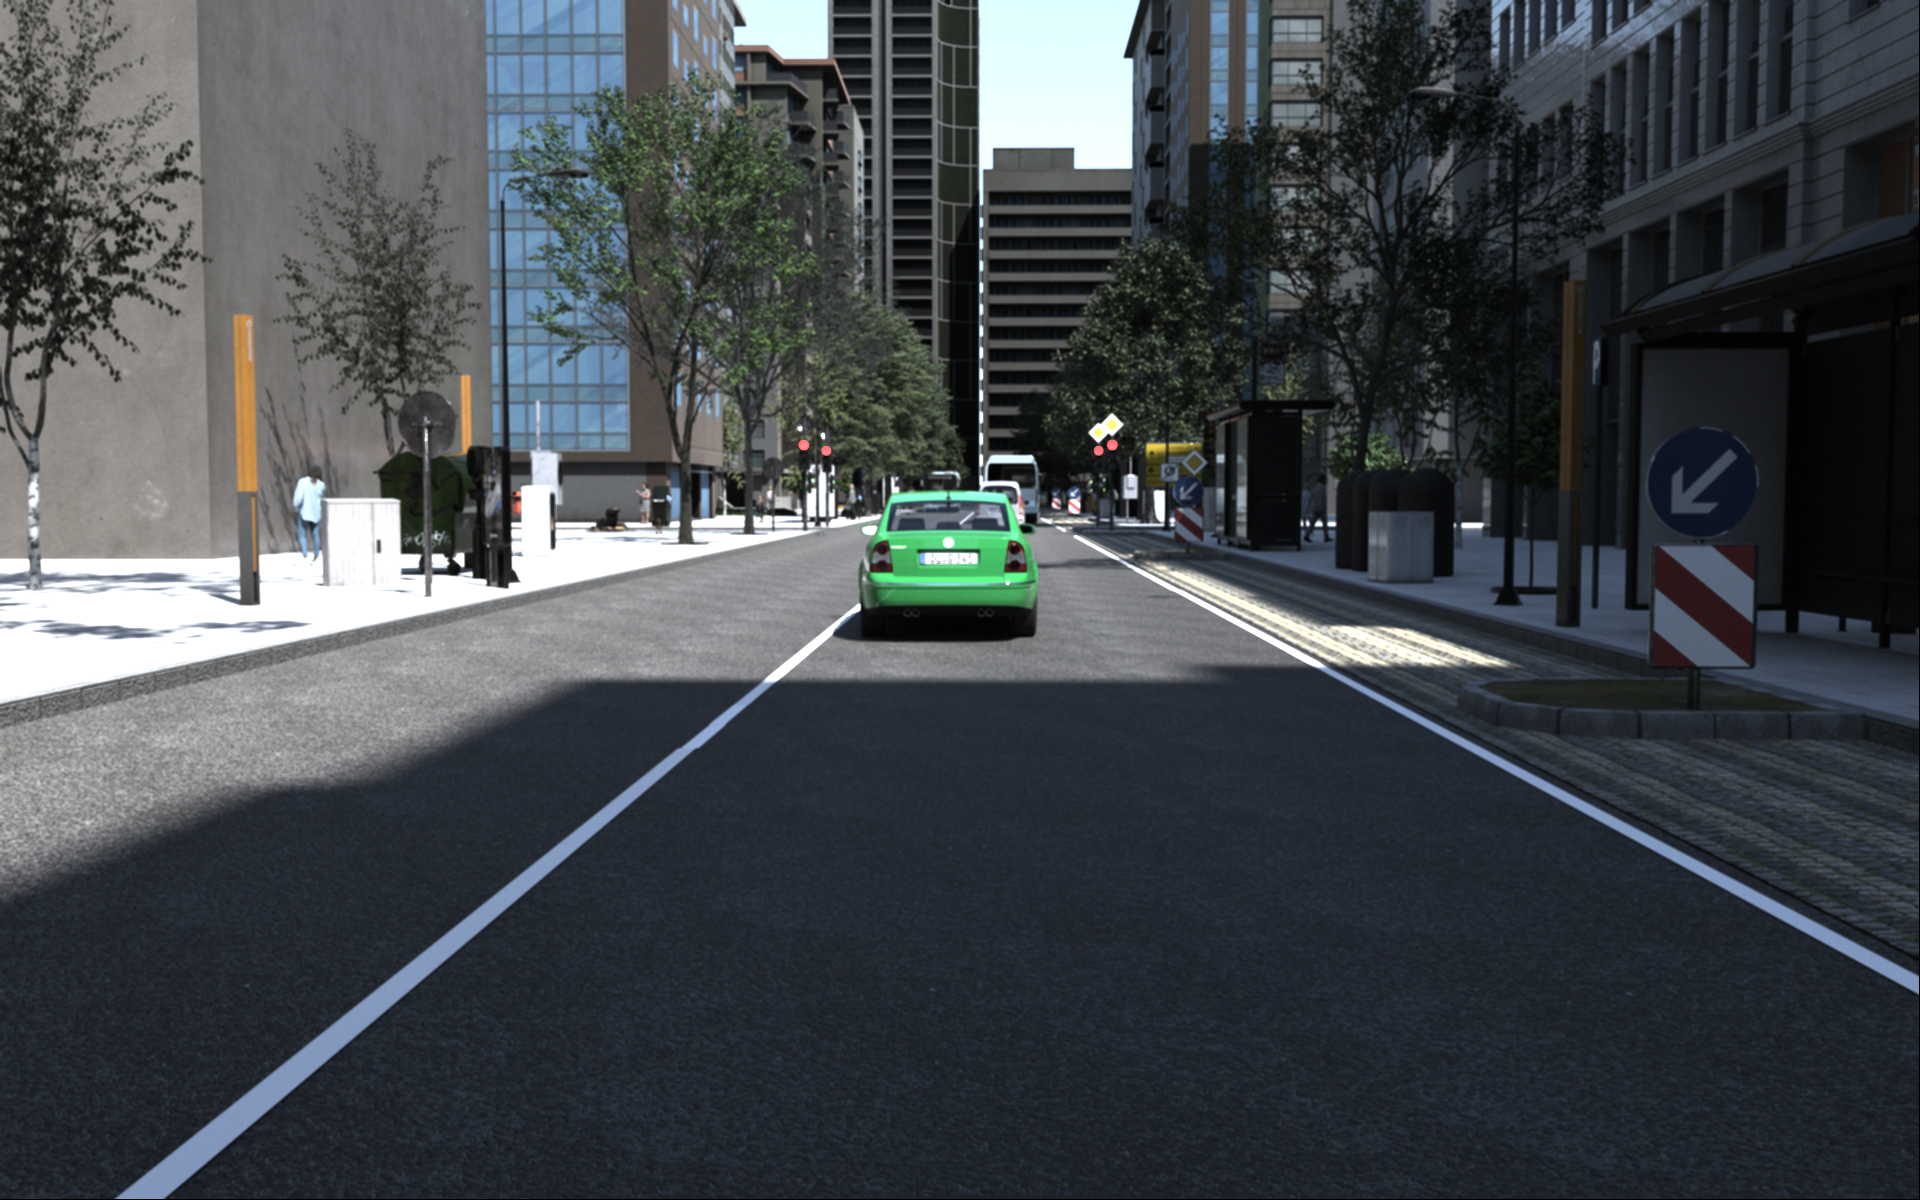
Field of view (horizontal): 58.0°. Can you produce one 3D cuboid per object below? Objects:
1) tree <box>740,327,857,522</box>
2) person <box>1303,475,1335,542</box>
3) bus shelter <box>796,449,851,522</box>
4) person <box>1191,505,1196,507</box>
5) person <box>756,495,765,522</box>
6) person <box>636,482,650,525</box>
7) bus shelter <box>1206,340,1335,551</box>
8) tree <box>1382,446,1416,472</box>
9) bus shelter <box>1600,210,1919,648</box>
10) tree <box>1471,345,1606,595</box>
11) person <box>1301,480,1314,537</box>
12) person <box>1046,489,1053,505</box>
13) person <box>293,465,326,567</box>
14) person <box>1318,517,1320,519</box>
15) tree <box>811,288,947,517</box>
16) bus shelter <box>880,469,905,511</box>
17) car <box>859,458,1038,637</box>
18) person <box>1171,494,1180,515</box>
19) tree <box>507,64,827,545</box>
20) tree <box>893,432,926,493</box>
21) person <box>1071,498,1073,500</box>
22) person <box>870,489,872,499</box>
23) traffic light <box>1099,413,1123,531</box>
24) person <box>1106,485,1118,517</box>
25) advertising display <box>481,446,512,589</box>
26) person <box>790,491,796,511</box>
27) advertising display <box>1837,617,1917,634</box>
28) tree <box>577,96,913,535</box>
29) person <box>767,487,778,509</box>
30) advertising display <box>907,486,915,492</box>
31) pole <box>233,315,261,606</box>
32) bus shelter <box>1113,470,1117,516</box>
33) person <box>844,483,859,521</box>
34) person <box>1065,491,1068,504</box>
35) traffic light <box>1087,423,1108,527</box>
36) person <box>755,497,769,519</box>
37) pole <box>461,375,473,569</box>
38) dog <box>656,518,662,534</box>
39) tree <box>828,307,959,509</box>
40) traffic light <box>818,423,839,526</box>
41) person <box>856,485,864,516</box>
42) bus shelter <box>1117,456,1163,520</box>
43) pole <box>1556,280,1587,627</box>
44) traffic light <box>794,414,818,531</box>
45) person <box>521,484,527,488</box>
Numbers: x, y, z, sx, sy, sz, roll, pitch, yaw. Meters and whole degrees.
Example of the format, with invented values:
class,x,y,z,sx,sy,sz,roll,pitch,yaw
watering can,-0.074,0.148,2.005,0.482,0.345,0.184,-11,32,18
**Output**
class,x,y,z,sx,sy,sz,roll,pitch,yaw
tree,-6.260,-7.559,73.960,4.737,8.622,4.395,0,3,0
person,9.557,-2.434,46.119,0.850,1.792,0.678,-1,4,-17
bus shelter,-6.321,-5.302,80.614,2.014,3.302,5.546,0,4,1
person,15.510,-6.537,114.730,0.589,1.601,0.330,0,4,3
person,-9.246,-4.255,80.289,0.373,1.253,0.362,1,4,12
person,-13.370,-4.068,72.920,0.532,1.782,0.716,-3,5,-44
bus shelter,7.376,-3.989,42.846,2.179,5.291,8.768,0,4,1
tree,17.410,-4.562,69.194,1.663,3.219,1.824,0,3,0
bus shelter,6.943,-1.198,13.518,2.014,3.302,5.546,0,4,1
tree,7.589,-1.709,22.547,1.663,3.219,1.824,0,3,0
person,10.502,-2.777,52.454,0.512,1.701,0.522,1,4,21
person,10.410,-11.747,198.072,1.348,1.831,0.705,3,4,38
person,-11.534,-1.493,30.721,0.793,1.790,0.793,0,4,6
person,18.837,-5.158,90.710,0.599,1.781,0.374,-1,4,-23
tree,-4.950,-10.886,96.111,7.486,12.596,7.792,0,3,0
bus shelter,-5.391,-8.758,137.123,2.014,3.302,5.546,0,4,1
car,-0.125,-0.611,18.787,1.959,1.807,4.718,0,4,0
person,13.312,-6.139,107.006,0.593,1.750,0.643,-2,4,-25
tree,-7.065,-7.200,43.483,9.928,11.665,9.643,0,3,0
tree,-4.520,-10.861,127.932,4.360,8.622,3.978,0,3,0
person,14.229,-13.096,220.128,0.705,1.831,1.348,-1,4,-12
person,-8.305,-9.634,164.380,1.217,1.723,0.721,3,4,38
traffic light,5.262,-4.365,60.293,0.839,4.253,0.868,0,4,1
person,8.123,-5.335,93.255,0.794,1.824,0.713,0,4,3
advertising display,-6.360,-1.134,23.761,0.123,1.923,0.974,-2,4,-31
person,-12.987,-7.762,132.860,0.836,1.842,0.656,1,4,12
advertising display,8.615,-0.655,15.917,0.974,1.923,0.123,2,4,33
tree,-6.573,-8.781,53.945,12.009,13.543,11.850,0,3,0
person,-11.255,-5.947,103.955,0.731,1.740,0.598,0,4,-1
advertising display,-3.998,-8.345,141.654,0.123,1.923,0.974,2,4,34
pole,-8.172,-1.590,19.848,0.158,3.312,0.155,0,3,0
bus shelter,9.160,-6.450,96.744,1.731,3.624,6.357,0,4,1
person,-5.253,-4.749,83.867,0.728,1.800,0.709,1,4,19
person,13.392,-12.768,215.581,0.721,1.735,1.217,1,4,10
traffic light,5.427,-4.854,68.277,0.839,4.253,0.868,0,4,1
person,-10.299,-4.814,90.244,0.738,1.151,1.012,2,4,31
pole,-8.480,-2.200,29.820,0.158,3.312,0.155,0,3,0
dog,-9.597,-2.343,55.140,0.540,0.507,0.406,3,4,36
tree,-4.775,-12.873,117.137,9.857,13.997,8.962,0,3,0
traffic light,-5.232,-4.866,68.481,0.839,4.253,0.868,0,4,1
person,-5.865,-5.763,100.547,0.850,1.792,0.678,2,4,31
bus shelter,9.197,-5.899,87.738,1.731,3.624,6.357,0,4,1
pole,5.893,-1.397,16.686,0.158,3.312,0.155,0,3,0
traffic light,-5.397,-4.378,60.498,0.839,4.253,0.868,0,4,1
person,-18.303,-4.049,73.088,0.643,1.720,0.563,-2,4,-35
